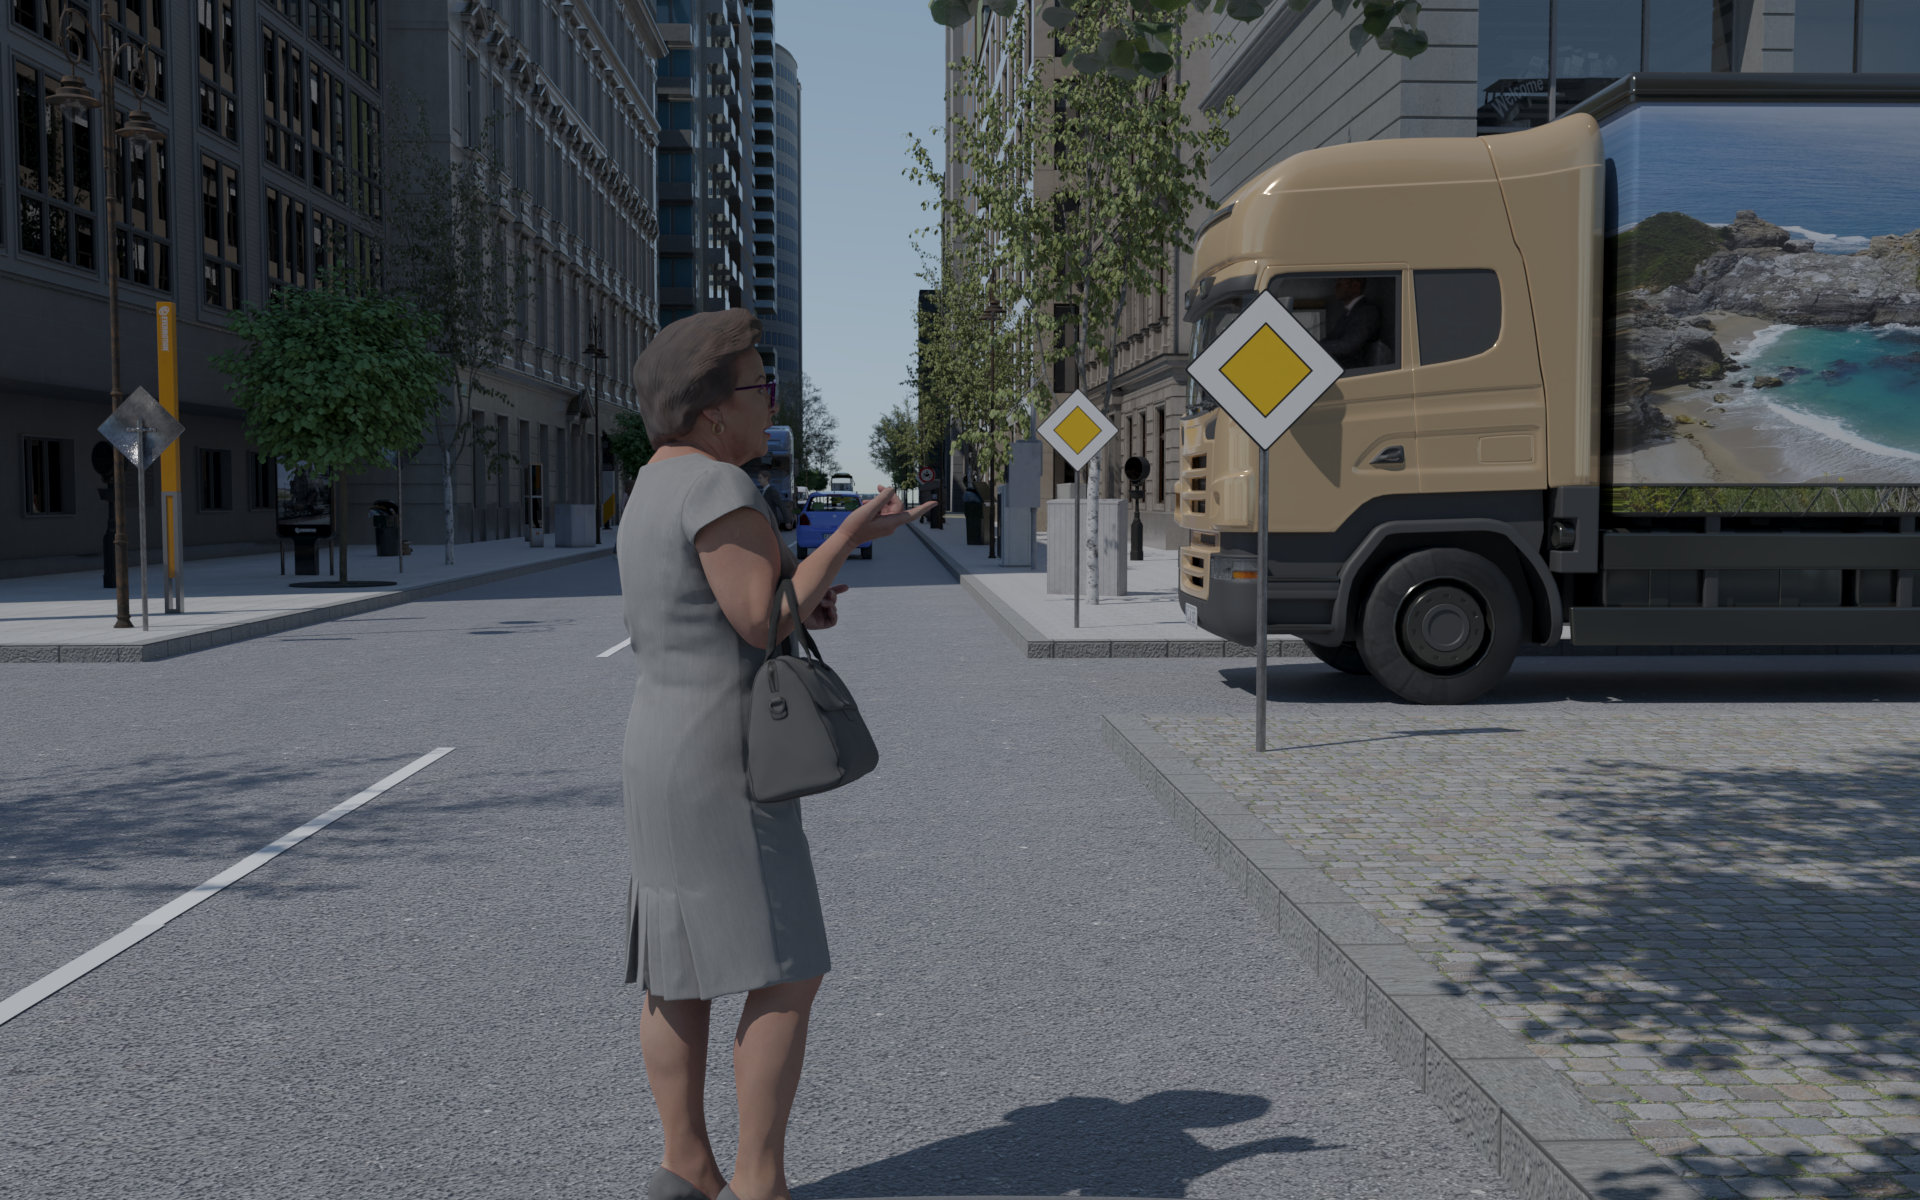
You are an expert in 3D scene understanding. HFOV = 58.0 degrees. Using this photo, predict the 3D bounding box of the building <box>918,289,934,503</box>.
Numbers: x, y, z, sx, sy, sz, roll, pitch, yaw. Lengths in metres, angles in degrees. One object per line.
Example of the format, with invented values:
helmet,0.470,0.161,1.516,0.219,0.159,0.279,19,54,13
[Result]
building,1.069,-28.915,244.458,14.160,30.474,14.107,0,4,-3

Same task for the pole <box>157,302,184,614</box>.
pole,-8.447,-1.510,18.528,0.158,3.312,0.155,0,3,0

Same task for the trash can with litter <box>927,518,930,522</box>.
trash can with litter,-1.170,-4.131,78.935,0.624,1.170,1.055,-1,4,-19

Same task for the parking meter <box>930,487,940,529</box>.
parking meter,-0.922,-3.417,64.285,0.372,1.533,0.369,0,3,0

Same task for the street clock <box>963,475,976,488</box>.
street clock,0.346,-3.611,63.604,0.471,2.002,0.358,0,4,5

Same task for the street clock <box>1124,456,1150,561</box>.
street clock,3.407,-1.758,33.321,0.358,2.002,0.471,-3,5,-45

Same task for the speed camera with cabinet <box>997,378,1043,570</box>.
speed camera with cabinet,1.015,-2.192,30.182,0.660,3.252,2.038,0,4,-4

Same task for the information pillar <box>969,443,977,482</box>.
information pillar,0.575,-5.350,78.832,0.504,3.616,0.183,3,5,44

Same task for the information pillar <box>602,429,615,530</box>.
information pillar,-12.658,-4.341,62.331,0.504,3.616,0.183,2,4,28

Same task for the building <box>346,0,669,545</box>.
building,-21.584,-17.582,63.885,17.030,29.872,44.131,0,4,-3

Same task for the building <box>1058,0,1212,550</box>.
building,8.961,-11.224,48.139,10.561,19.102,19.286,0,4,-3

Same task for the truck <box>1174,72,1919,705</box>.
truck,6.662,-1.460,12.792,11.283,4.237,2.839,0,4,-1

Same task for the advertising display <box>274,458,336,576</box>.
advertising display,-10.314,-1.351,27.305,0.974,1.923,0.123,1,4,11

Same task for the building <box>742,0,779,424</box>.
building,-30.261,-53.730,191.161,22.319,86.520,31.000,0,4,-3

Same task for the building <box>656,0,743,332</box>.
building,-28.019,-31.162,129.111,23.786,49.044,30.456,0,4,-3

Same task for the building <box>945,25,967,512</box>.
building,9.322,-36.343,136.213,21.231,58.520,28.212,0,4,-3

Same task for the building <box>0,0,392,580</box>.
building,-19.915,-14.432,29.469,14.314,27.812,24.014,0,4,-3

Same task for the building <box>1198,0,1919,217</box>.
building,19.235,-15.095,24.293,29.804,29.767,11.434,0,4,-3

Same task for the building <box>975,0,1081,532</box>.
building,11.226,-16.546,75.037,19.350,26.468,34.151,0,4,-3

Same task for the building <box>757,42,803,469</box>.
building,-31.395,-41.606,222.252,21.231,58.520,28.212,0,4,-3

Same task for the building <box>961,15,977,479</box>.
building,7.468,-28.454,115.338,14.600,45.320,14.200,0,4,-3

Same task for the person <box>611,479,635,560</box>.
person,-7.294,-1.761,37.890,0.643,1.750,0.593,1,4,18

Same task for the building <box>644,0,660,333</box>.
building,-30.884,-25.086,102.041,32.217,40.220,23.993,0,4,-3

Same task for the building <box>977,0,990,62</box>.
building,7.903,-25.551,101.351,14.154,41.232,14.086,0,4,-3

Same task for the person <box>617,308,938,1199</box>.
person,-0.342,0.342,3.260,0.532,1.782,0.716,-2,4,-28

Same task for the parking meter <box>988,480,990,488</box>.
parking meter,1.309,-4.092,72.609,0.255,1.863,0.399,0,4,3

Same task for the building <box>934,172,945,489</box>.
building,5.223,-23.628,158.019,14.160,30.474,14.107,0,4,-3

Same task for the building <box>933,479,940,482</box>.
building,11.936,-32.646,225.638,32.217,40.220,23.993,0,4,-3

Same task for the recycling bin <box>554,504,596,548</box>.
recycling bin,-9.276,-1.785,41.743,0.722,1.027,0.722,3,5,41

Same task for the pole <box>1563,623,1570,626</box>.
pole,5.944,-1.402,16.774,0.158,3.312,0.155,0,3,0

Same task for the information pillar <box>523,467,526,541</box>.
information pillar,-11.583,-2.589,46.830,0.304,2.012,0.304,-3,5,-41

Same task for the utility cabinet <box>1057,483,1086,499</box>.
utility cabinet,2.281,-1.644,35.560,0.318,1.500,1.173,1,4,20

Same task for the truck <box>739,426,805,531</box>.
truck,-8.093,-5.161,74.139,2.967,4.110,18.799,0,4,-3

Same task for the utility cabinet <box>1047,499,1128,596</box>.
utility cabinet,1.611,-0.664,22.020,1.020,1.237,0.306,2,4,31

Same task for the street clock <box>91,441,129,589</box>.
street clock,-11.549,-1.163,23.580,0.471,2.002,0.358,2,4,26

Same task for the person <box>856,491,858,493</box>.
person,-13.197,-13.012,221.267,0.705,1.821,1.348,2,4,27

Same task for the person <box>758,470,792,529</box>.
person,-3.433,-1.373,30.729,0.755,1.850,0.659,-2,4,-26

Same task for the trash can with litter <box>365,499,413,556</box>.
trash can with litter,-11.821,-1.502,35.949,0.624,1.170,1.055,0,4,7

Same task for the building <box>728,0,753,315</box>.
building,-25.588,-30.675,151.651,14.600,45.320,14.200,0,4,-3

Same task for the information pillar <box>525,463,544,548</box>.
information pillar,-10.196,-2.272,41.639,0.304,2.012,0.304,-2,4,-23
